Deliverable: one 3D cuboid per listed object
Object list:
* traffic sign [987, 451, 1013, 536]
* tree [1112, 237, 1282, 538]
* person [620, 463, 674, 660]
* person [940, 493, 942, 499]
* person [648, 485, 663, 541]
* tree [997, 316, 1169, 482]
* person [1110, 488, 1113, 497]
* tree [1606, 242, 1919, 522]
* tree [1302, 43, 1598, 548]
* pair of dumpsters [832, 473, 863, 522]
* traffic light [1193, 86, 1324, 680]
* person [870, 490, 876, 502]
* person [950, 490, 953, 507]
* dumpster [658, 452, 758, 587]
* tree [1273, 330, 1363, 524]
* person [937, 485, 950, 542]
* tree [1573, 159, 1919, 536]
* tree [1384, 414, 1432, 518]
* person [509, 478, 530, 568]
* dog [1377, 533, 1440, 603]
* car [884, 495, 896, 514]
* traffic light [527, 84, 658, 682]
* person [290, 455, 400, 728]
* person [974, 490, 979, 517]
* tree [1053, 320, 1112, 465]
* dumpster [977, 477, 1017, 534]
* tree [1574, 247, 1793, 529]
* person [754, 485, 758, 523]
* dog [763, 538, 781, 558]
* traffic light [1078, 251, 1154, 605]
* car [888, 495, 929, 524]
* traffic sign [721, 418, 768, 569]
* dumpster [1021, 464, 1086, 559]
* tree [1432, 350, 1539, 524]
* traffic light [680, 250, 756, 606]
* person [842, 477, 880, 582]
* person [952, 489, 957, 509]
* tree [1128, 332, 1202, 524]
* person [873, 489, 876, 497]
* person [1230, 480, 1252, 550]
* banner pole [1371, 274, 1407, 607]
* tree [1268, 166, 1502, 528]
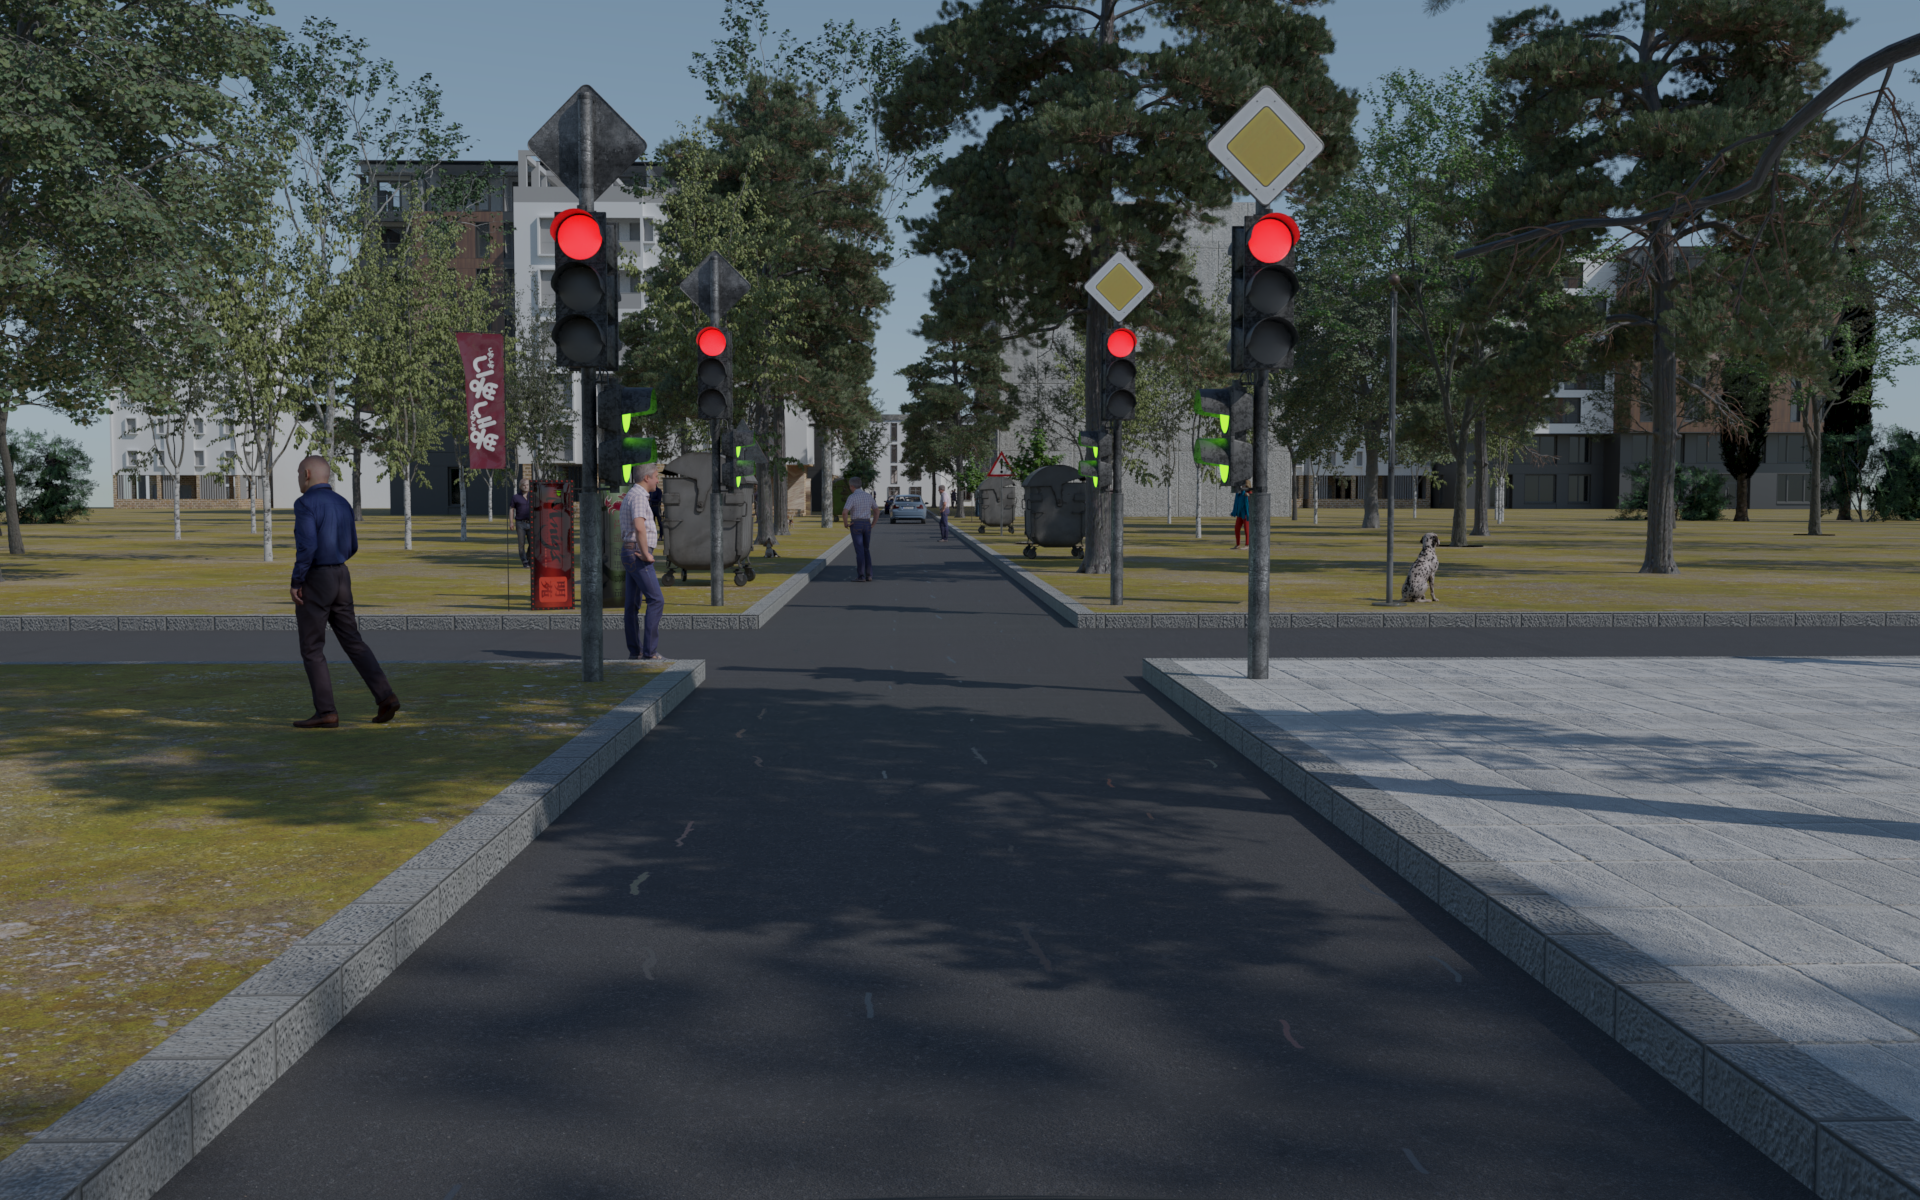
[{"bbox_3d":[1.261,-3.219,52.629,0.884,2.594,0.081,0,4,-1],"label":"traffic sign"},{"bbox_3d":[7.207,-6.116,50.361,4.737,8.622,4.395,0,3,0],"label":"tree"},{"bbox_3d":[-2.681,-0.328,14.794,0.436,1.711,0.756,-1,4,-11],"label":"person"},{"bbox_3d":[-1.270,-6.779,117.675,0.445,1.727,0.742,-3,5,-41],"label":"person"},{"bbox_3d":[-8.355,-2.471,47.143,0.576,1.737,0.504,2,4,30],"label":"person"},{"bbox_3d":[5.911,-9.158,84.149,8.767,10.594,7.601,0,4,5],"label":"tree"},{"bbox_3d":[4.785,-3.059,56.879,0.655,1.722,0.431,-1,4,-16],"label":"person"},{"bbox_3d":[41.010,-10.984,81.408,18.604,14.587,13.155,0,4,0],"label":"tree"},{"bbox_3d":[11.955,-7.080,41.514,9.928,11.665,9.643,0,3,0],"label":"tree"},{"bbox_3d":[-5.258,-4.740,79.993,1.574,2.255,4.436,0,4,-2],"label":"pair of dumpsters"},{"bbox_3d":[2.054,-1.388,11.936,0.839,4.213,0.868,0,4,-2],"label":"traffic light"},{"bbox_3d":[-8.228,-9.693,164.970,0.683,1.767,0.568,-1,4,-9],"label":"person"},{"bbox_3d":[-0.865,-9.743,166.142,0.445,1.727,0.742,-3,5,-40],"label":"person"},{"bbox_3d":[-3.573,-1.154,24.620,1.264,1.857,1.865,0,4,-2],"label":"dumpster"},{"bbox_3d":[15.254,-7.550,73.798,4.360,8.622,3.978,0,3,0],"label":"tree"},{"bbox_3d":[-0.529,-2.599,51.924,0.436,1.711,0.756,1,4,12],"label":"person"},{"bbox_3d":[26.260,-7.798,53.260,9.928,11.665,9.643,0,3,0],"label":"tree"},{"bbox_3d":[24.311,-8.677,92.232,4.737,8.622,4.395,0,3,0],"label":"tree"},{"bbox_3d":[-7.472,-1.331,30.013,0.569,1.553,0.471,0,4,7],"label":"person"},{"bbox_3d":[5.372,-0.384,20.657,0.800,0.831,0.513,0,4,1],"label":"dog"},{"bbox_3d":[-4.491,-6.797,123.703,1.945,1.354,3.894,0,4,0],"label":"car"},{"bbox_3d":[-2.504,-1.378,11.771,0.839,4.213,0.868,0,4,-2],"label":"traffic light"},{"bbox_3d":[-3.510,-0.053,9.607,0.600,1.496,0.574,3,5,44],"label":"person"},{"bbox_3d":[1.039,-5.539,96.686,0.705,1.814,1.350,-2,4,-24],"label":"person"},{"bbox_3d":[5.991,-7.009,64.966,4.737,8.622,4.395,0,3,0],"label":"tree"},{"bbox_3d":[1.213,-3.096,56.377,1.264,1.857,1.865,0,4,-2],"label":"dumpster"},{"bbox_3d":[26.343,-7.929,64.050,8.767,10.594,7.601,0,4,-1],"label":"tree"},{"bbox_3d":[-8.895,-4.231,75.669,0.568,1.767,0.683,0,4,5],"label":"person"},{"bbox_3d":[-3.768,-1.058,35.031,0.550,0.427,0.748,3,5,42],"label":"dog"},{"bbox_3d":[1.792,-1.876,19.917,0.839,4.213,0.868,0,4,-2],"label":"traffic light"},{"bbox_3d":[-2.524,-4.435,84.507,2.014,1.417,4.499,0,4,-1],"label":"car"},{"bbox_3d":[-3.730,-1.819,29.739,0.884,2.594,0.081,0,4,5],"label":"traffic sign"},{"bbox_3d":[1.906,-1.771,34.716,1.264,1.857,1.865,0,4,-2],"label":"dumpster"},{"bbox_3d":[25.072,-7.969,80.657,4.737,8.622,4.395,0,3,0],"label":"tree"},{"bbox_3d":[-2.766,-1.866,19.752,0.839,4.213,0.868,0,4,-2],"label":"traffic light"},{"bbox_3d":[-1.664,-1.150,28.238,0.756,1.711,0.436,-2,4,-34],"label":"person"},{"bbox_3d":[-0.358,-8.879,151.671,0.568,1.767,0.683,2,4,24],"label":"person"},{"bbox_3d":[8.832,-7.610,74.790,4.360,8.622,3.978,0,3,0],"label":"tree"},{"bbox_3d":[-8.487,-9.933,168.319,0.599,1.838,0.709,-3,4,-36],"label":"person"},{"bbox_3d":[6.515,-1.970,39.951,0.444,1.614,0.593,-1,4,-12],"label":"person"},{"bbox_3d":[4.875,-1.808,19.582,0.401,3.779,0.863,1,4,15],"label":"banner pole"},{"bbox_3d":[15.623,-9.681,64.936,9.857,13.997,8.962,0,3,0],"label":"tree"}]
